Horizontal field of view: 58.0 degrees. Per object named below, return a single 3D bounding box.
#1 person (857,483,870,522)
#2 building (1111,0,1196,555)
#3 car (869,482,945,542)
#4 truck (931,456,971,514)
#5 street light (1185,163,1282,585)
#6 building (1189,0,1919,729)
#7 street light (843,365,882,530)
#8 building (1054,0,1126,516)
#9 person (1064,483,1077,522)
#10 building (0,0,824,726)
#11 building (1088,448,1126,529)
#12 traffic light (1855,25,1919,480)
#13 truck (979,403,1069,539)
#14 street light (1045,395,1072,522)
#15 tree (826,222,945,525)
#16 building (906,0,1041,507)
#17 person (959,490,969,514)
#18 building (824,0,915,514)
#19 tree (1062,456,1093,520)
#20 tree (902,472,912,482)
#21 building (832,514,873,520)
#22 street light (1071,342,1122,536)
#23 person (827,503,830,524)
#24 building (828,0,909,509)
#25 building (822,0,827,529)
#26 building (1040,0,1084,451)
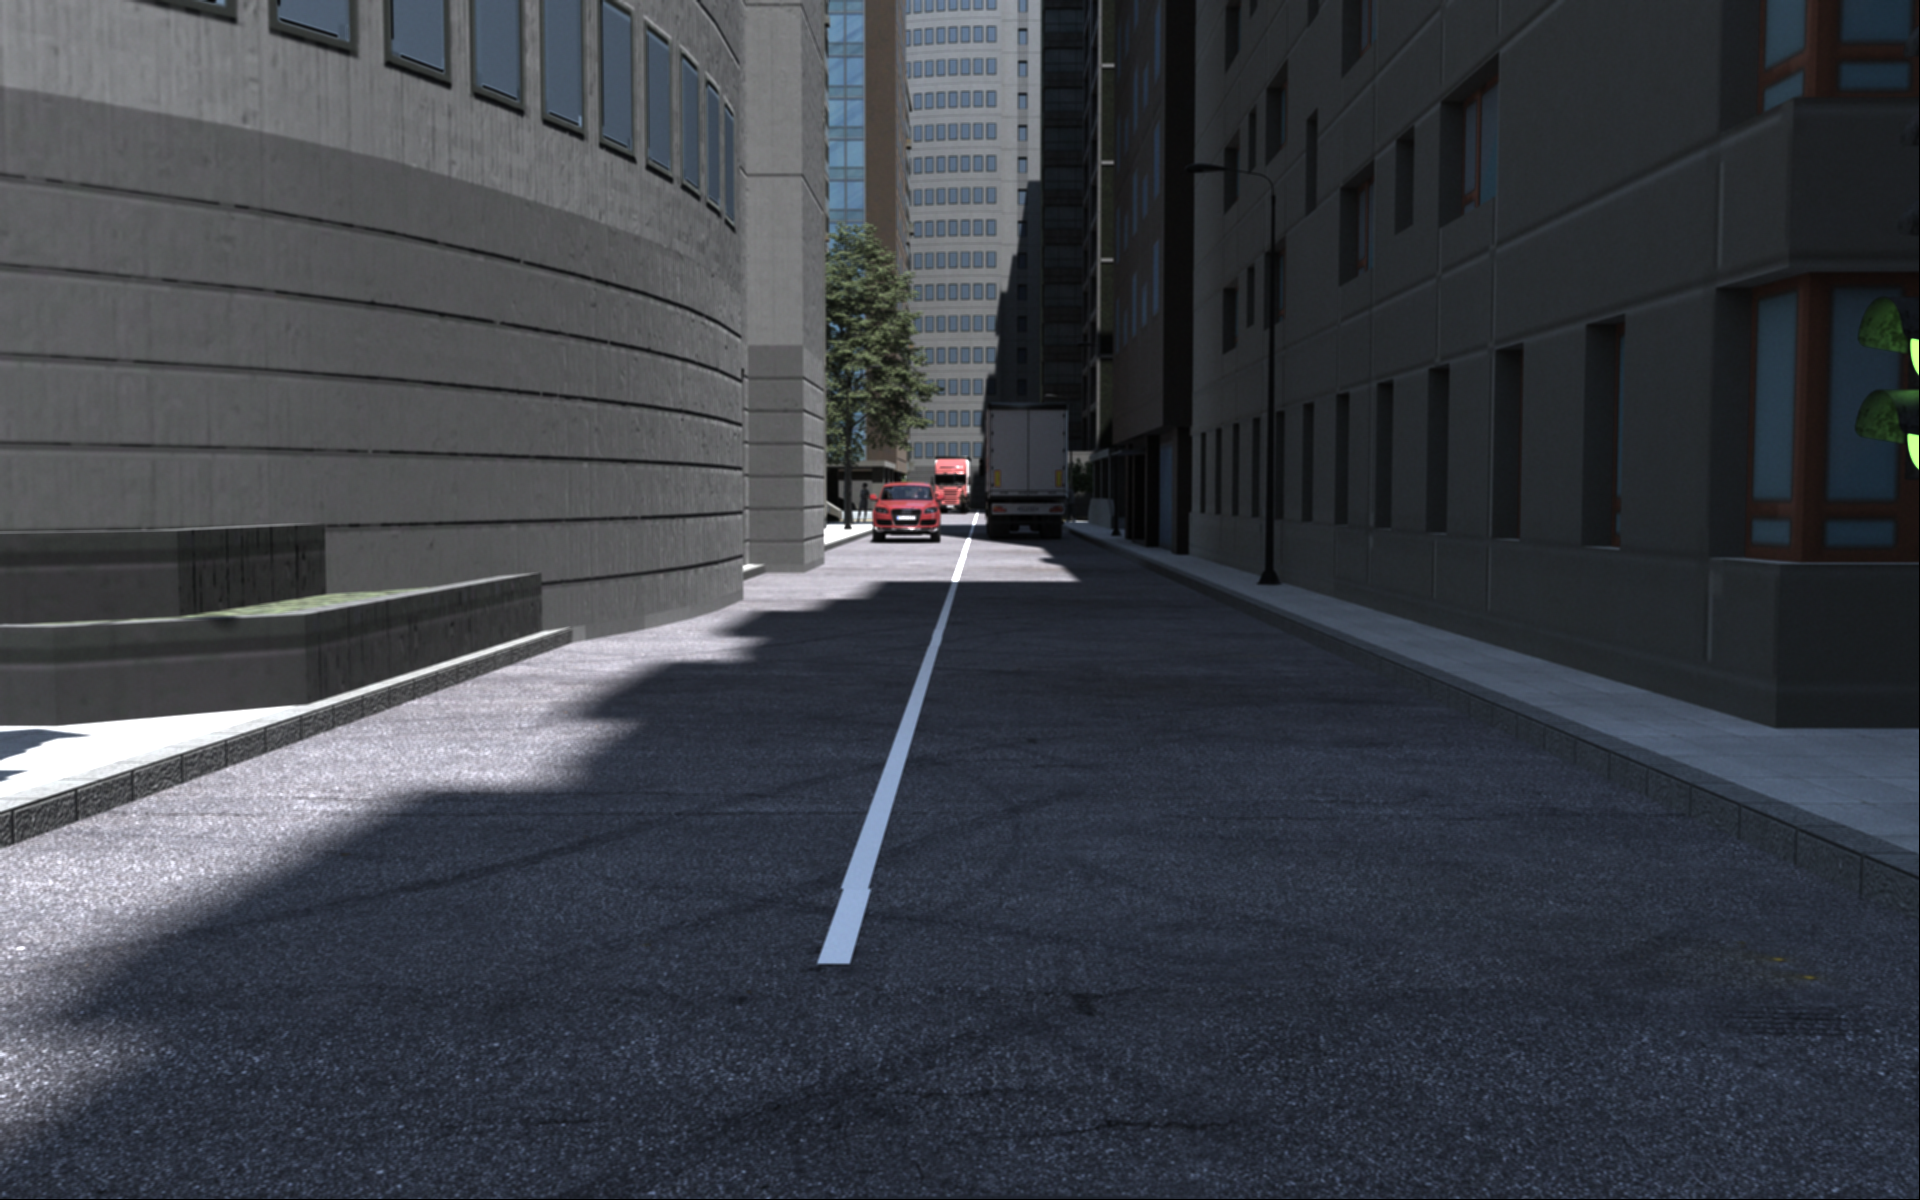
[{"bbox_3d":[-4.397,-4.409,78.469,0.599,1.781,0.374,2,4,25],"label":"person"},{"bbox_3d":[11.221,-23.959,41.837,14.600,45.320,14.200,0,4,1],"label":"building"},{"bbox_3d":[-1.612,-2.708,52.946,2.281,1.827,5.304,0,4,-1],"label":"car"},{"bbox_3d":[-0.541,-8.639,130.162,2.839,4.237,11.283,0,4,2],"label":"truck"},{"bbox_3d":[3.859,-3.177,24.480,1.470,5.913,1.316,0,4,1],"label":"street light"},{"bbox_3d":[19.101,-10.849,22.427,28.899,21.520,27.650,0,4,1],"label":"building"},{"bbox_3d":[-3.517,-5.504,62.530,1.470,5.913,1.316,0,4,1],"label":"street light"},{"bbox_3d":[15.840,-40.561,101.424,20.563,71.187,20.611,0,4,1],"label":"building"},{"bbox_3d":[4.955,-4.406,78.268,0.728,1.800,0.709,2,4,35],"label":"person"},{"bbox_3d":[-13.459,-29.228,19.872,21.231,58.520,28.212,0,4,1],"label":"building"},{"bbox_3d":[21.732,-23.059,68.898,32.217,40.220,23.993,0,4,1],"label":"building"},{"bbox_3d":[3.804,-1.067,6.367,0.839,4.253,0.868,0,4,1],"label":"traffic light"},{"bbox_3d":[2.106,-4.274,58.800,2.839,4.237,11.283,0,4,0],"label":"truck"},{"bbox_3d":[4.650,-6.631,80.955,1.470,5.913,1.316,0,4,1],"label":"street light"},{"bbox_3d":[-4.498,-9.426,72.235,7.486,12.596,7.792,0,3,0],"label":"tree"},{"bbox_3d":[2.065,-38.675,174.339,28.212,58.520,21.231,0,4,1],"label":"building"},{"bbox_3d":[0.280,-7.000,123.659,0.721,1.735,1.217,2,4,34],"label":"person"},{"bbox_3d":[-15.938,-27.518,141.794,23.993,40.220,32.217,0,4,1],"label":"building"},{"bbox_3d":[5.834,-5.929,91.535,1.663,3.219,1.824,0,3,0],"label":"tree"},{"bbox_3d":[-4.310,-7.950,124.584,1.663,3.219,1.824,0,3,0],"label":"tree"},{"bbox_3d":[-19.881,-24.559,93.415,32.217,40.220,23.993,0,4,1],"label":"building"},{"bbox_3d":[4.275,-4.933,53.190,1.470,5.913,1.316,0,4,1],"label":"street light"},{"bbox_3d":[-5.876,-4.115,73.678,0.624,1.780,0.694,2,4,32],"label":"person"},{"bbox_3d":[-10.710,-28.301,112.830,14.600,45.320,14.200,0,4,1],"label":"building"},{"bbox_3d":[-15.781,-26.260,53.055,21.300,48.544,21.600,0,4,1],"label":"building"},{"bbox_3d":[12.523,-26.673,119.701,14.154,41.232,14.086,0,4,1],"label":"building"}]
